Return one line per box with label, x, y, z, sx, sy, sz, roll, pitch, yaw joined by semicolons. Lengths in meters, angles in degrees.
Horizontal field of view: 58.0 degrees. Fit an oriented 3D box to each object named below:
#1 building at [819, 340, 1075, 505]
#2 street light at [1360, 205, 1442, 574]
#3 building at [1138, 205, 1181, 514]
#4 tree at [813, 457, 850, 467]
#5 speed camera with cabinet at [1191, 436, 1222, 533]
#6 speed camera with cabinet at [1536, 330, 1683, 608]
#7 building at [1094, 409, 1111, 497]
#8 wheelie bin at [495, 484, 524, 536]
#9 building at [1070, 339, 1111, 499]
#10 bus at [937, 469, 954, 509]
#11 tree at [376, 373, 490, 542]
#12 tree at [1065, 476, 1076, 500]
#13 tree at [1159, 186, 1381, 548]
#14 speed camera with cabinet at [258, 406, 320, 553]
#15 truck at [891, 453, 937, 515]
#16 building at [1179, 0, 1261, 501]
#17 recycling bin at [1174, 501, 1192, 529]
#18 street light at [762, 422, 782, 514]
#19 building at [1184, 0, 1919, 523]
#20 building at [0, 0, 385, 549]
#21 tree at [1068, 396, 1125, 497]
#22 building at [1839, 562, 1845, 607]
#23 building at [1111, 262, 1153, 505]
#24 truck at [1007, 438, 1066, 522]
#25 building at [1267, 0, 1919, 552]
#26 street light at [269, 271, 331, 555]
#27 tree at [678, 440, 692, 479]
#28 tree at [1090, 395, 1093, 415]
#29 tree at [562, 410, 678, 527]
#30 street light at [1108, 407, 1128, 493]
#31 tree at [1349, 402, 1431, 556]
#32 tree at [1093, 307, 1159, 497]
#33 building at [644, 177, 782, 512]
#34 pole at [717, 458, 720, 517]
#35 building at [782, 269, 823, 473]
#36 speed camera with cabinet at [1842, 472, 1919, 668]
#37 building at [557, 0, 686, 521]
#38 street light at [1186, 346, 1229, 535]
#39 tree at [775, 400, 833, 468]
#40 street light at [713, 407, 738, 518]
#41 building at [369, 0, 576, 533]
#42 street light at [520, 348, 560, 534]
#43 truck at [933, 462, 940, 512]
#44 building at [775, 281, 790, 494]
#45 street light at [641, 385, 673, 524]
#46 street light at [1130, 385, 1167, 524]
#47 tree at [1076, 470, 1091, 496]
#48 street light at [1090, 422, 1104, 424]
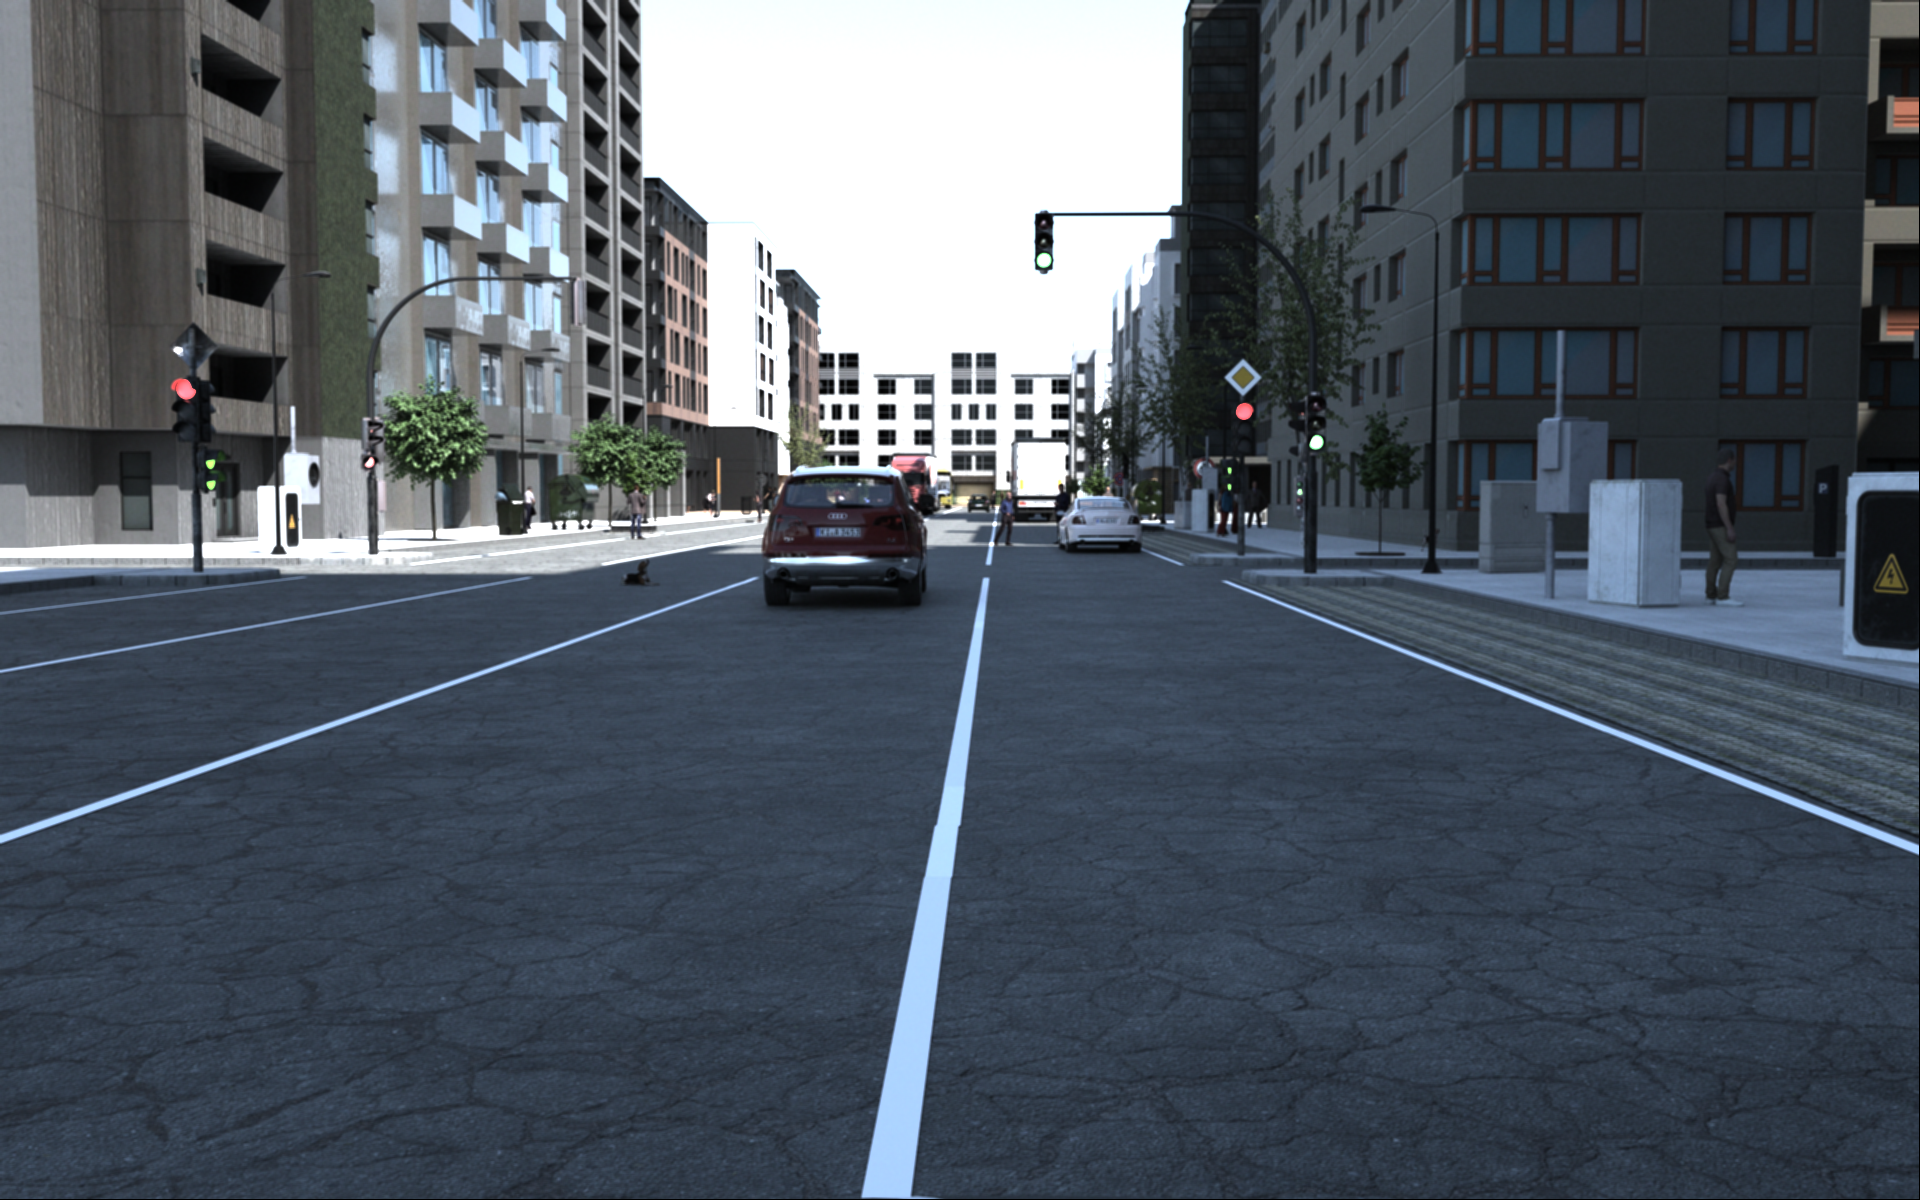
building;-2.449;-20.829;207.006;31.486;18.905;16.747;0;4;1
street light;7.113;-3.389;27.950;1.470;5.913;1.316;0;4;1
building;20.490;-16.057;118.944;16.016;20.091;11.380;0;4;1
tree;-11.885;-10.382;153.462;4.285;4.588;4.351;0;3;0
speed camera with cabinet;8.342;-3.917;58.377;0.660;3.252;2.038;1;4;22
speed camera with cabinet;7.630;-1.594;20.403;0.660;3.252;2.038;-1;4;-15
building;18.532;-13.963;170.437;9.099;9.664;28.070;0;4;1
wheelie bin;-13.949;-2.791;53.533;0.693;1.594;0.980;2;4;25
building;18.958;-21.356;205.595;11.380;20.091;16.016;0;4;1
bus;-2.059;-11.015;171.643;2.896;3.916;12.252;0;3;0
tree;-14.412;-3.894;47.382;4.285;4.588;4.351;0;3;0
tree;11.973;-11.507;182.734;1.663;3.219;1.824;0;3;0
tree;8.018;-5.535;40.855;4.737;8.622;4.395;0;3;0
speed camera with cabinet;-14.868;-2.695;38.404;0.660;3.252;2.038;0;4;2
truck;-3.241;-8.066;120.791;2.839;4.237;11.283;0;4;3
building;20.036;-20.304;103.674;14.160;30.474;14.107;0;4;1
recycling bin;8.284;-3.093;63.126;0.722;1.027;0.722;-1;4;-23
street light;-12.105;-8.489;111.339;1.470;5.913;1.316;0;4;1
building;27.741;-23.981;83.973;32.217;40.220;23.993;0;4;1
building;-24.845;-16.752;45.596;14.160;30.474;14.107;0;4;1
tree;10.291;-10.988;130.022;4.360;8.622;3.978;0;3;0
building;26.015;-19.537;11.316;32.217;40.220;23.993;0;4;1
building;21.651;-16.752;140.354;16.747;18.905;31.486;0;4;1
truck;4.007;-6.287;91.701;2.839;4.237;11.283;0;3;0
building;25.884;-12.633;51.585;28.899;21.520;27.650;0;4;1
street light;-13.814;-3.900;36.300;1.470;5.913;1.316;0;4;1
tree;-14.057;-5.904;80.252;4.285;4.588;4.351;0;3;0
tree;9.942;-9.544;106.405;4.737;8.622;4.395;0;3;0
tree;-13.810;-5.144;67.824;4.285;4.588;4.351;0;3;0
street light;8.660;-7.330;92.380;1.470;5.913;1.316;0;4;1
tree;8.781;-2.544;36.200;1.663;3.219;1.824;0;3;0
tree;8.433;-7.085;66.198;4.737;8.622;4.395;0;3;0
building;-29.451;-17.396;128.406;27.936;21.610;32.646;0;4;1
pole;-13.637;-6.364;97.897;0.158;3.312;0.155;0;3;0
building;-30.930;-20.036;171.558;32.646;21.610;27.936;0;4;1
speed camera with cabinet;7.423;-1.110;12.485;0.660;3.252;2.038;-1;4;-19
building;-25.895;-39.992;92.115;20.563;71.187;20.611;0;4;1
street light;7.768;-5.006;54.397;1.470;5.913;1.316;0;4;1
tree;-12.400;-11.336;135.700;4.737;8.622;4.395;0;3;0
street light;-12.551;-7.341;92.571;1.470;5.913;1.316;0;4;1
building;-28.452;-27.385;67.357;23.786;49.044;30.456;0;4;1
street light;-13.378;-5.047;55.056;1.470;5.913;1.316;0;4;1
truck;-2.996;-9.485;144.844;2.967;4.110;18.799;0;4;0
building;-22.973;-18.019;151.037;16.016;20.091;11.380;0;4;1
street light;-12.905;-6.191;73.761;1.470;5.913;1.316;0;4;1
street light;8.131;-6.189;73.726;1.470;5.913;1.316;0;4;1
tree;10.475;-8.826;138.909;1.663;3.219;1.824;0;3;0
street light;9.009;-8.473;111.073;1.470;5.913;1.316;0;4;1
